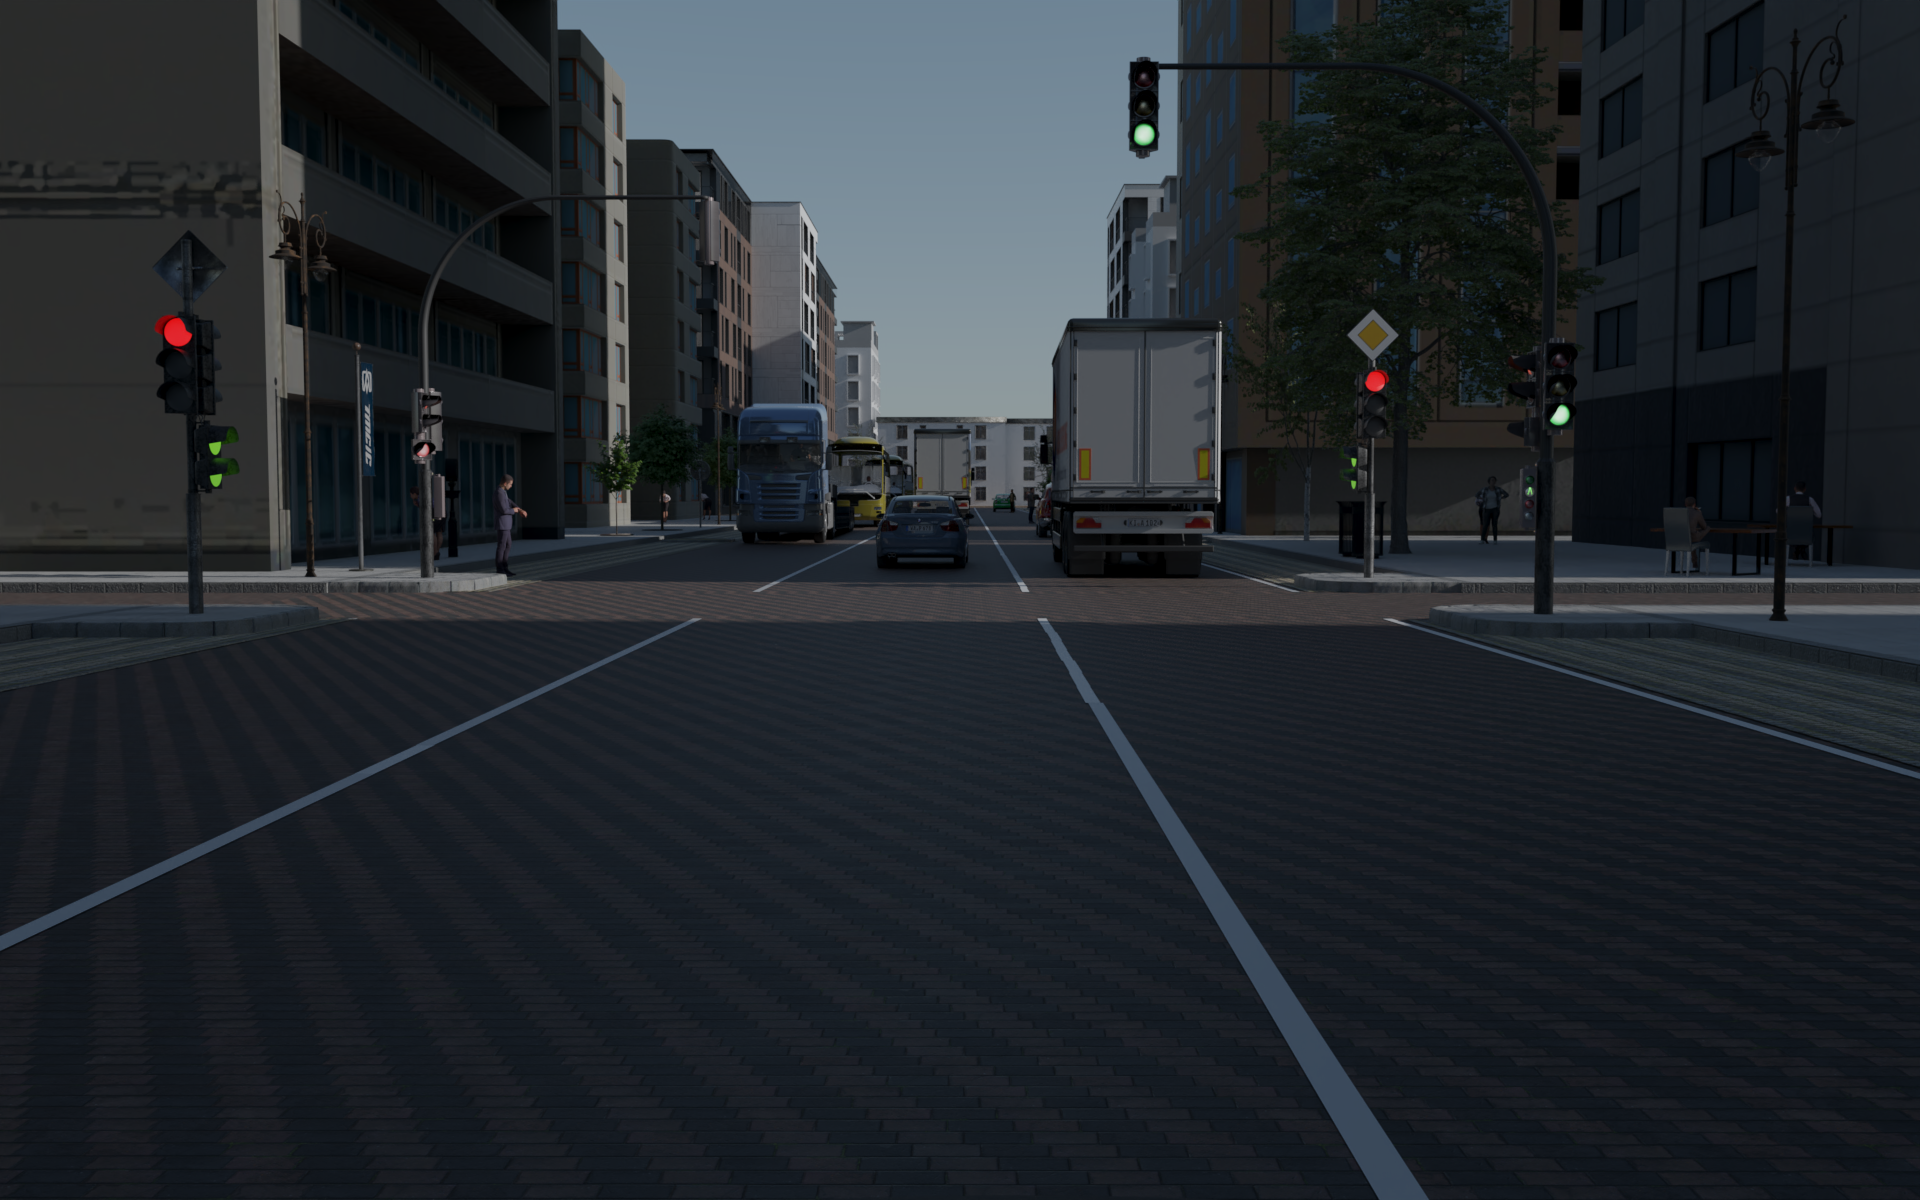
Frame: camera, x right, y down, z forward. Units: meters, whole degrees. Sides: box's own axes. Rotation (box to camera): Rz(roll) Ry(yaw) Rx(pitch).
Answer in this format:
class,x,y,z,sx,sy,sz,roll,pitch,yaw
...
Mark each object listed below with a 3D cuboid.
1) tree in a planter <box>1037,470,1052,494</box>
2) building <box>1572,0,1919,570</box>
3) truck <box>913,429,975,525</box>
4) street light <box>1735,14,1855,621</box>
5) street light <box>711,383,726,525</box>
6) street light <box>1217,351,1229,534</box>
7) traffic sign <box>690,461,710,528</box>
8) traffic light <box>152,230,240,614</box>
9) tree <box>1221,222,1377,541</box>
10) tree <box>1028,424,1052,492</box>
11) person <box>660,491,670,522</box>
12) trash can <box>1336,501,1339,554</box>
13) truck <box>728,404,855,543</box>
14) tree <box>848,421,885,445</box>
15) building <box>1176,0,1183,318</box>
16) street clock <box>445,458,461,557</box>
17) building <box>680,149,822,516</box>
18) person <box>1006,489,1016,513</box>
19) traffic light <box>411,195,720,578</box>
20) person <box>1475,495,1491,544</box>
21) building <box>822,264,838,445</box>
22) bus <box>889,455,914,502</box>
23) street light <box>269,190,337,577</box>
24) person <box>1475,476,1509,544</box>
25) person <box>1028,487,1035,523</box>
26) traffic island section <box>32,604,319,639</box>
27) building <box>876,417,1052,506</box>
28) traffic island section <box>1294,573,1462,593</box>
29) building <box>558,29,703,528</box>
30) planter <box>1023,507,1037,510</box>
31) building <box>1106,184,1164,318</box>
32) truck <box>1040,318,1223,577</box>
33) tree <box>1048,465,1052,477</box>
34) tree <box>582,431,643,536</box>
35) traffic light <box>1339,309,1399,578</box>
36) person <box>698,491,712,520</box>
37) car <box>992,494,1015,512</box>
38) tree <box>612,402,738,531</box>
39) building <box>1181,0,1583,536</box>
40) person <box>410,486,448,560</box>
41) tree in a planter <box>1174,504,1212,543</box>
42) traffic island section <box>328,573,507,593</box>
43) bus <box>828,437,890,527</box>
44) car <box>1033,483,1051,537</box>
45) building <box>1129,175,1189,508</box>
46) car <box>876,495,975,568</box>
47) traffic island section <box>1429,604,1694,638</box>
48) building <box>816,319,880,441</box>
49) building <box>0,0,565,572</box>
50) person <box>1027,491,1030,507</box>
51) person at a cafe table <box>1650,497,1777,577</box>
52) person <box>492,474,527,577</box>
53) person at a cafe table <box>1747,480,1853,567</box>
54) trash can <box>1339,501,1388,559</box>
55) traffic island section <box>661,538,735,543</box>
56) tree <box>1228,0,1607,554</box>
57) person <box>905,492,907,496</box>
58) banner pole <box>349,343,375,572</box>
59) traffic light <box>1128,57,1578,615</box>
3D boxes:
class,x,y,z,sx,sy,sz,roll,pitch,yaw
tree in a planter,6.637,-8.061,129.022,1.991,3.239,1.994,0,4,0
building,26.539,-36.440,34.050,20.611,71.187,20.563,0,4,0
truck,-0.729,-5.564,79.879,2.839,4.237,11.283,0,4,0
street light,8.294,-2.727,17.368,0.468,5.910,1.993,0,4,0
street light,-10.043,-6.068,72.008,0.468,5.910,1.993,0,4,0
street light,8.352,-5.056,55.459,0.468,5.910,1.993,0,4,0
traffic sign,-9.908,-4.034,66.057,0.768,2.556,0.104,0,4,3
traffic light,-8.184,-1.808,18.479,0.839,4.253,0.868,0,4,0
tree,9.295,-5.917,47.109,4.737,8.622,4.395,0,3,0
tree,8.836,-13.640,173.382,4.360,8.622,3.978,0,3,0
person,-13.351,-4.212,78.096,0.628,1.438,0.799,-2,4,-34
trash can,8.045,-1.450,35.363,0.748,1.137,0.748,0,3,0
truck,-5.191,-4.141,57.459,2.967,4.110,18.799,0,4,-1
tree,-9.458,-13.434,170.003,4.360,8.622,3.978,0,3,0
building,25.915,-30.444,87.004,28.713,52.752,27.495,0,4,0
street clock,-10.296,-1.869,35.123,0.358,2.002,0.471,-1,4,-12
building,-25.054,-16.828,119.108,27.936,21.610,32.646,0,4,0
person,3.980,-7.619,133.164,0.705,1.812,1.348,-2,4,-33
traffic light,-6.065,-3.170,26.492,4.771,5.953,1.251,0,4,0
person,13.661,-2.188,45.006,0.628,1.438,0.799,-1,4,-15
building,-28.490,-19.443,161.867,32.646,21.610,27.936,0,4,0
bus,-4.597,-7.442,113.231,2.896,3.916,12.252,0,4,1
street light,-10.082,-3.298,26.715,0.468,5.910,1.993,0,4,0
person,13.541,-2.286,44.147,0.841,1.734,0.376,1,4,21
person,3.659,-4.610,84.408,0.750,1.759,0.617,2,4,28
traffic island section,-8.224,0.224,18.614,2.009,0.180,2.903,0,4,0
building,4.964,-15.317,192.574,28.070,9.664,9.099,0,4,0
traffic island section,6.285,-0.261,26.545,2.009,0.180,2.903,0,4,0
building,-27.866,-14.323,79.223,27.650,21.520,28.899,0,4,0
planter,6.730,-8.297,156.790,1.991,0.319,1.994,0,4,0
building,24.780,-17.529,130.574,27.936,21.610,32.646,0,4,0
truck,3.058,-2.708,33.188,2.839,4.237,11.283,0,4,1
tree,8.616,-9.533,139.576,4.285,4.588,4.351,0,3,0
tree,-10.464,-3.584,53.192,1.663,3.219,1.824,0,3,0
traffic light,6.245,-2.294,26.431,0.839,4.253,0.868,0,4,0
person,-12.635,-4.678,85.714,0.799,1.438,0.628,0,4,5
car,3.531,-7.988,139.406,1.959,1.807,4.718,0,4,1
tree,-10.434,-4.729,61.030,4.285,4.588,4.351,0,3,0
building,15.360,-24.976,58.473,14.600,45.320,14.200,0,4,0
person,-10.269,-1.480,33.479,0.697,1.427,0.421,0,4,-4
tree in a planter,6.370,-3.315,51.422,1.991,3.239,1.994,0,4,0
traffic island section,-8.197,-0.264,26.599,2.009,0.180,2.903,0,4,0
bus,-4.520,-5.279,77.855,2.896,3.916,12.252,0,4,-1
car,3.621,-3.060,58.705,2.281,1.827,5.304,0,4,1
building,18.779,-15.428,108.669,16.016,20.091,11.380,0,4,0
car,-0.718,-1.400,34.886,2.014,1.417,4.499,0,4,1
traffic island section,6.257,0.228,18.560,2.009,0.180,2.903,0,4,0
building,-15.025,-20.751,195.695,11.380,20.091,16.016,0,4,0
building,-21.991,-25.317,37.635,21.300,48.544,21.600,0,4,0
person,6.899,-10.253,176.938,0.445,1.727,0.742,-2,4,-34
person at a cafe table,11.828,-1.019,27.529,1.726,1.238,1.698,-3,4,-37
person,-7.780,-1.284,29.940,0.568,1.767,0.683,-1,4,-16
person at a cafe table,15.046,-1.378,31.046,1.698,1.524,1.622,2,4,24
trash can,8.104,-1.392,34.412,0.748,1.137,0.748,0,3,0
traffic island section,-7.778,-1.770,51.811,1.991,0.108,1.994,0,4,0
tree,9.535,-7.242,36.541,7.486,12.596,7.792,0,3,0
person,-3.193,-5.557,101.623,0.482,1.546,0.388,-1,4,-11
banner pole,-9.964,-2.383,28.987,0.401,3.779,0.863,0,4,4
traffic light,4.125,-2.669,18.312,4.771,5.953,1.251,0,4,0
